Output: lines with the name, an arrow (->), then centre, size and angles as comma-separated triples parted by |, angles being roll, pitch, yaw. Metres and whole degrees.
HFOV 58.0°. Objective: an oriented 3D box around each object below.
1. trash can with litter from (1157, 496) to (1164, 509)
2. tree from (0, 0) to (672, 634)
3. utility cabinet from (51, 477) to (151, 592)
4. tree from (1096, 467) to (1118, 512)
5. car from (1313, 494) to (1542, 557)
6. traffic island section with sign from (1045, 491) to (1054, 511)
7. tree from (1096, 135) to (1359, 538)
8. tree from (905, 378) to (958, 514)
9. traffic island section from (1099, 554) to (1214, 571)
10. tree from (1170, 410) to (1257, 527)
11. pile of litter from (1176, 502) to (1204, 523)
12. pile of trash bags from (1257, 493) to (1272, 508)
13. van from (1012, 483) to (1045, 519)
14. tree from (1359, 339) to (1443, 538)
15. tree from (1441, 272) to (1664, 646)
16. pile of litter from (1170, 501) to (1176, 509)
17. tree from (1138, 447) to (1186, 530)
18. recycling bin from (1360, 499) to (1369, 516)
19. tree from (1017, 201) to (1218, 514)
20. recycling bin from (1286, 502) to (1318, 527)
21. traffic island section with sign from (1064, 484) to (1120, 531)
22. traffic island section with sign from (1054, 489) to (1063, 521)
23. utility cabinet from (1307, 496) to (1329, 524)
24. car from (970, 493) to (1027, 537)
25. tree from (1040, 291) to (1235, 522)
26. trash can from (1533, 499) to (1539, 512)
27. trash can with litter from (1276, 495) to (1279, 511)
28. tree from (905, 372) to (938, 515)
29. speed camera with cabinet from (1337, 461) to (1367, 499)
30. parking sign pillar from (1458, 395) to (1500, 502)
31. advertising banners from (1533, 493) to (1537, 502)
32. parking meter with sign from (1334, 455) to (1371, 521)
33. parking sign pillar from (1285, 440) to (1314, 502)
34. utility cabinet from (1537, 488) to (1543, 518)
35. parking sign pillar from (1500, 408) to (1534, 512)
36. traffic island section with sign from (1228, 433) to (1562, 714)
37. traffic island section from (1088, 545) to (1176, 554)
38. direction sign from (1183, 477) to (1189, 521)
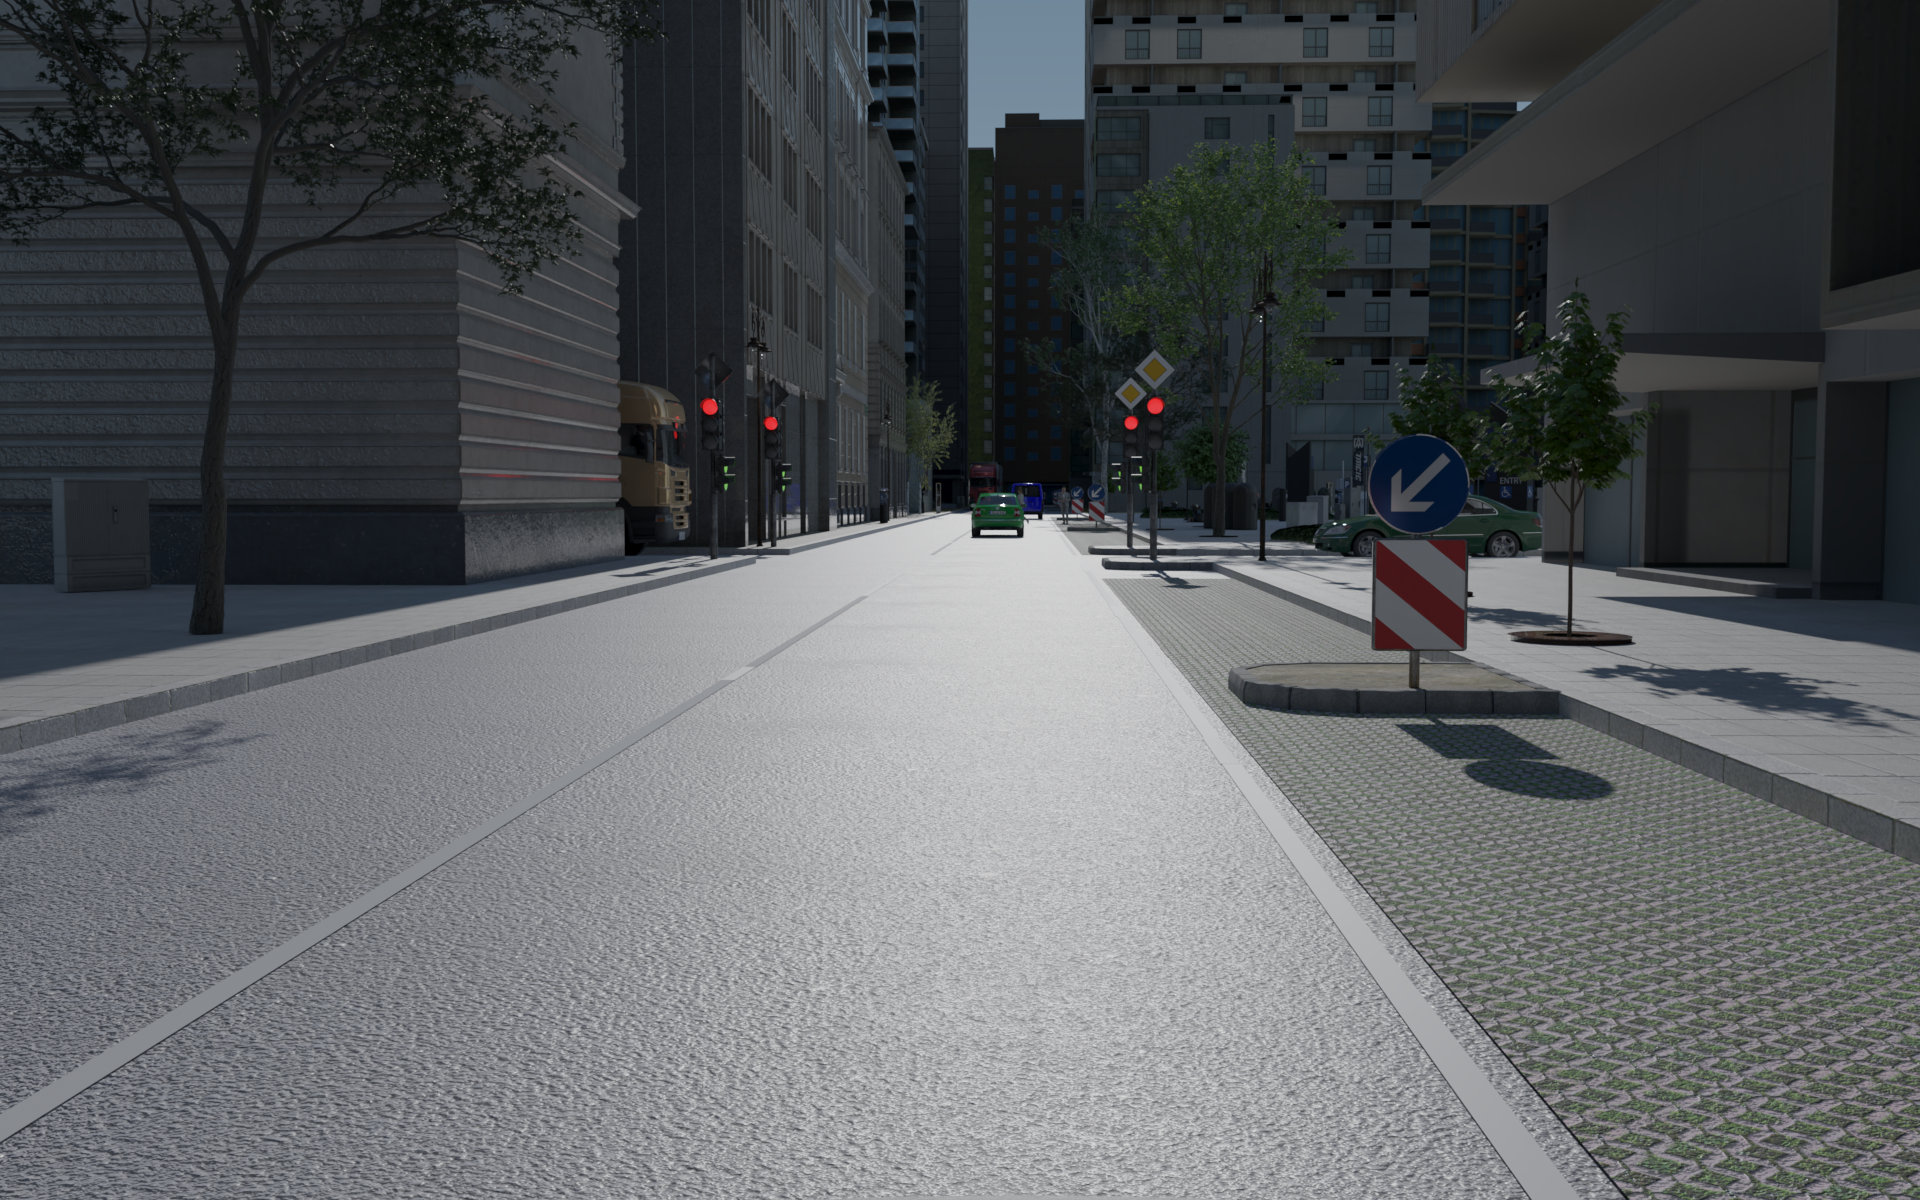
trash can with litter -> 11.630, -5.422, 100.033 | 0.624, 1.170, 1.055 | -1, 4, -14
tree -> -6.616, -4.953, 15.400 | 7.601, 10.594, 8.767 | 2, 4, 27
utility cabinet -> -11.339, -0.870, 22.906 | 0.318, 1.500, 1.173 | 2, 4, 31
tree -> 10.511, -7.761, 121.499 | 1.663, 3.219, 1.824 | 0, 3, 0
car -> 10.101, -1.563, 37.351 | 4.920, 1.459, 2.131 | 0, 4, 1
traffic island section with sign -> 8.232, -8.250, 143.522 | 1.989, 1.847, 2.006 | 0, 4, 2
tree -> 7.729, -7.663, 51.039 | 9.928, 11.665, 9.643 | 0, 3, 0
tree -> -2.304, -9.774, 110.165 | 4.360, 8.622, 3.978 | 0, 3, 0
traffic island section -> 3.802, -0.709, 33.872 | 2.009, 0.180, 2.903 | 0, 4, 2
tree -> 9.835, -5.101, 67.113 | 4.285, 4.588, 4.351 | 0, 3, 0
pile of litter -> 10.845, -3.938, 78.353 | 1.176, 0.858, 1.719 | -2, 4, -25
pile of trash bags -> 20.124, -6.331, 113.268 | 1.912, 1.369, 3.447 | -2, 4, -28
van -> 3.877, -5.901, 100.867 | 2.240, 2.365, 5.245 | 0, 4, 2
tree -> 5.819, -1.662, 21.770 | 1.663, 3.219, 1.824 | 0, 3, 0
tree -> 5.450, -1.254, 15.109 | 1.663, 3.219, 1.824 | 0, 3, 0
pile of litter -> 13.230, -5.647, 106.298 | 1.719, 0.858, 1.176 | 3, 4, 37
tree -> 6.999, -4.086, 61.399 | 1.663, 3.219, 1.824 | 0, 3, 0
recycling bin -> 23.004, -5.154, 96.817 | 0.722, 1.027, 0.722 | -1, 4, -17
tree -> 9.950, -15.551, 110.147 | 12.611, 20.169, 13.585 | 0, 3, 0
recycling bin -> 10.631, -2.527, 53.871 | 0.722, 1.027, 0.722 | -2, 4, -24
traffic island section with sign -> 5.144, -3.567, 66.942 | 1.989, 1.847, 2.006 | 0, 4, 2
traffic island section with sign -> 6.230, -5.214, 93.875 | 1.989, 1.847, 2.006 | 0, 4, 2
utility cabinet -> 13.982, -3.463, 67.782 | 0.306, 1.237, 1.020 | -2, 4, -26
car -> 1.314, -3.096, 59.420 | 1.959, 1.807, 4.718 | 0, 4, 2
tree -> 7.802, -8.778, 77.935 | 8.767, 10.594, 7.601 | -1, 4, -10
trash can -> 18.015, -2.651, 55.001 | 0.748, 1.137, 0.748 | 0, 3, 0
trash can with litter -> 18.004, -5.294, 97.620 | 1.678, 1.210, 2.233 | 0, 4, 6
tree -> -3.352, -9.427, 104.494 | 4.737, 8.622, 4.395 | 0, 3, 0
speed camera with cabinet -> 23.350, -6.617, 102.524 | 2.038, 3.252, 0.660 | 1, 4, 12
parking sign pillar -> 12.932, -3.451, 44.898 | 1.447, 3.967, 1.447 | 0, 4, -2
advertising banners -> 34.316, -6.403, 100.874 | 2.074, 3.025, 0.090 | -1, 4, -15
parking meter with sign -> 17.311, -4.910, 76.540 | 1.738, 3.016, 0.543 | -2, 4, -33
parking sign pillar -> 17.760, -6.283, 91.203 | 1.447, 3.967, 1.447 | -2, 4, -33
utility cabinet -> 20.831, -3.225, 61.404 | 0.318, 1.500, 1.173 | 3, 5, 40
parking sign pillar -> 15.889, -3.770, 50.116 | 1.447, 3.967, 1.447 | 3, 5, 42
traffic island section with sign -> 2.939, -0.216, 12.160 | 1.989, 1.847, 2.006 | 0, 4, 2
traffic island section -> 4.125, -1.197, 41.851 | 2.009, 0.180, 2.903 | 0, 4, 2
direction sign -> 11.016, -5.620, 83.889 | 0.379, 3.537, 0.876 | 1, 4, 11
